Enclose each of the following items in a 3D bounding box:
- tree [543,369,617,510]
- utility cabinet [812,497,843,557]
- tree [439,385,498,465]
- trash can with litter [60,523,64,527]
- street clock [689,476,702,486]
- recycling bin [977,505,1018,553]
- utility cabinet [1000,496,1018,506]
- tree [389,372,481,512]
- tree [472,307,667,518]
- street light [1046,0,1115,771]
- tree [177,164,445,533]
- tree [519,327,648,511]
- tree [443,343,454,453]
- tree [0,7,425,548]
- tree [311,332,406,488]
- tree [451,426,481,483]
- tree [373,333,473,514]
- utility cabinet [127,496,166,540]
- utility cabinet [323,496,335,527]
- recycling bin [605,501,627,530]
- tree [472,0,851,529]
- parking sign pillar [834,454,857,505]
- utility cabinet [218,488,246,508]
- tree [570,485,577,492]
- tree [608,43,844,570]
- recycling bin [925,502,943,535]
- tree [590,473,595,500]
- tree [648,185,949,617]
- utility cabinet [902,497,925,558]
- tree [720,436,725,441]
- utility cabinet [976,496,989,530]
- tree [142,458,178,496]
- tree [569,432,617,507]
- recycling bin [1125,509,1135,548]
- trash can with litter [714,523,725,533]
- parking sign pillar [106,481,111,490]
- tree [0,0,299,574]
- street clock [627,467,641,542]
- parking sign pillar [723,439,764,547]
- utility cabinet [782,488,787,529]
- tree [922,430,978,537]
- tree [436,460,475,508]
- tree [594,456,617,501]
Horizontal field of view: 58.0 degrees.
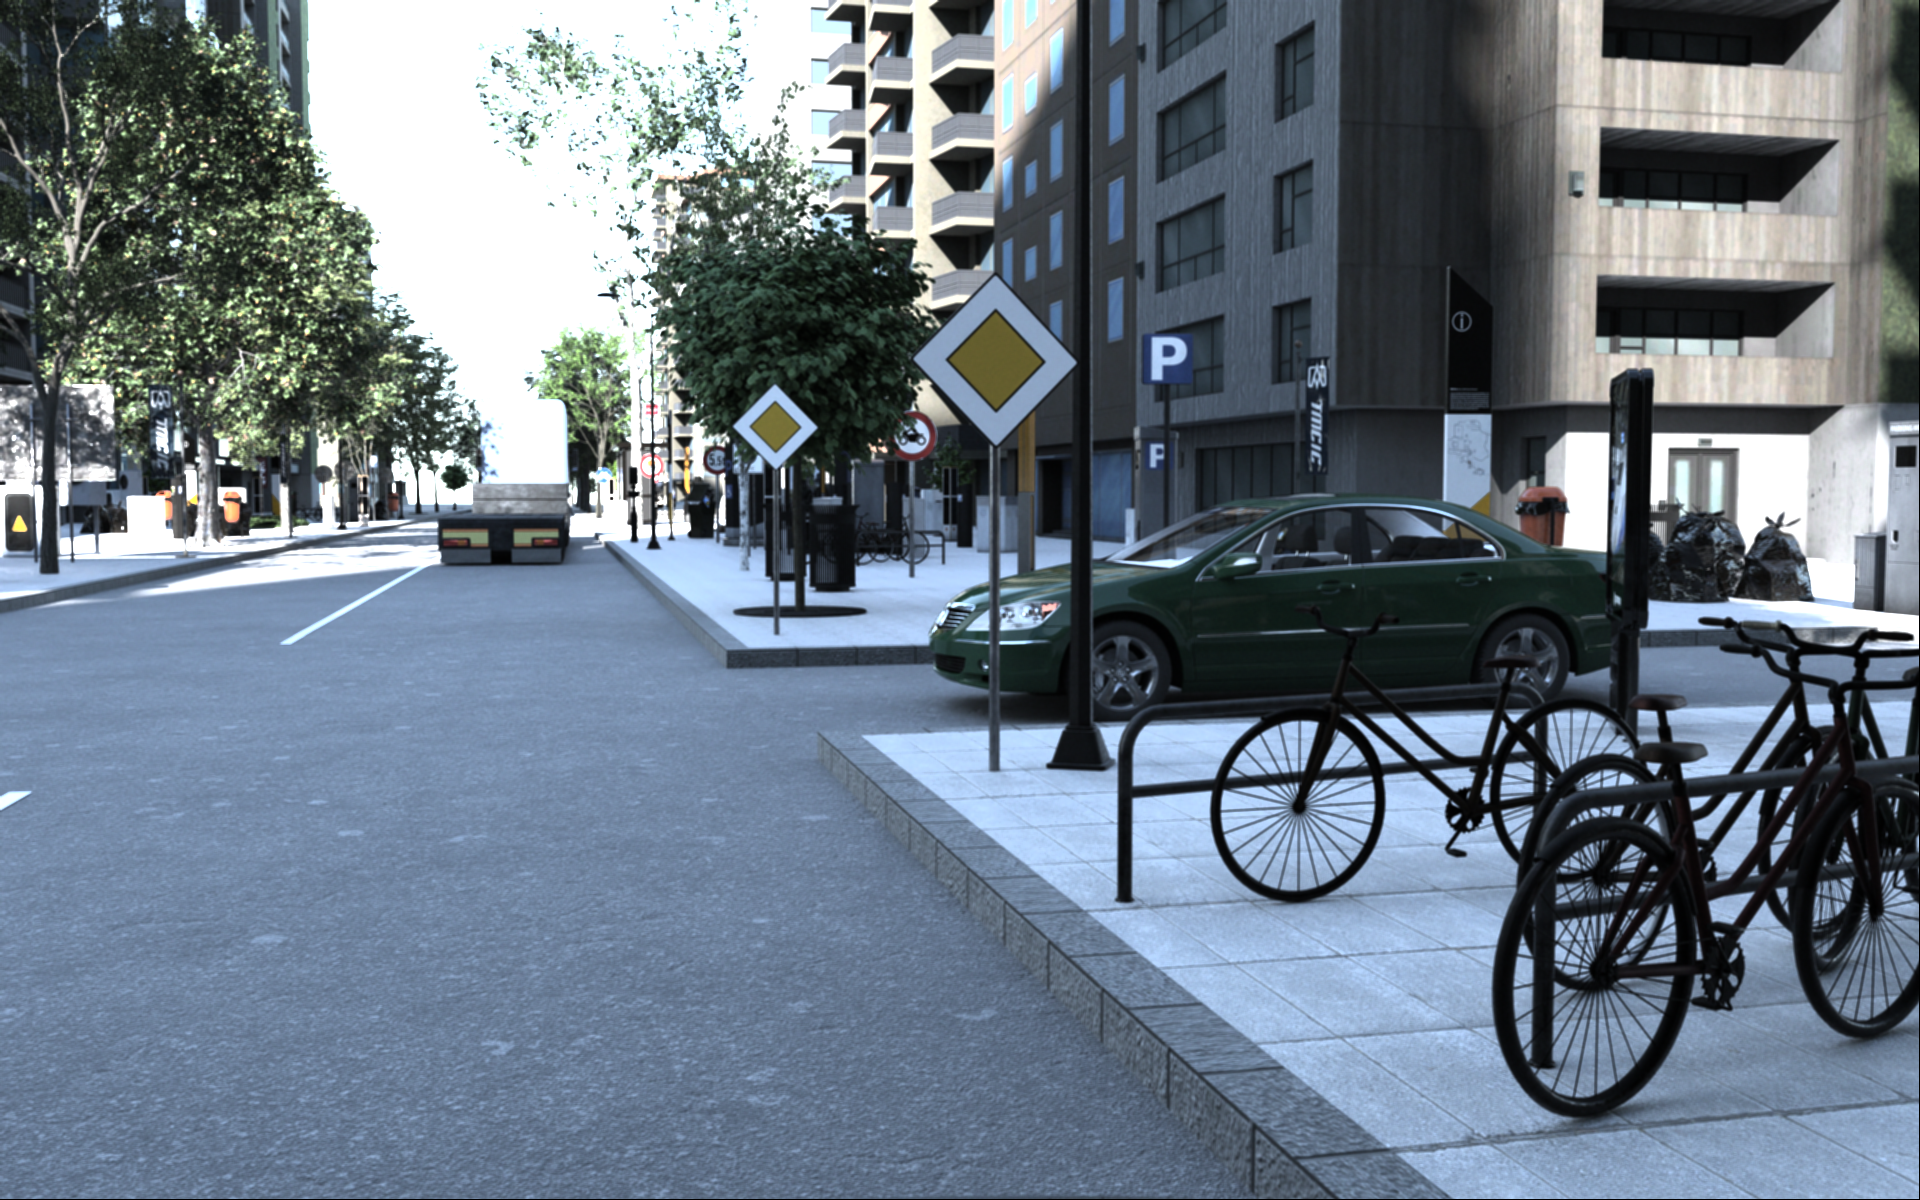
[{"bbox_3d":[-31.465,-13.692,141.990,7.486,12.596,7.792,0,3,0],"label":"tree"},{"bbox_3d":[-2.746,-1.508,35.812,0.306,1.237,1.020,-2,4,-25],"label":"utility cabinet"},{"bbox_3d":[-53.484,-17.287,193.018,12.009,13.543,11.850,0,3,0],"label":"tree"},{"bbox_3d":[-35.185,-3.384,66.718,0.624,1.170,1.055,2,4,33],"label":"trash can with litter"},{"bbox_3d":[-10.568,-3.998,69.931,0.358,2.002,0.471,1,4,9],"label":"street clock"},{"bbox_3d":[0.851,-1.567,38.182,0.722,1.027,0.722,2,4,32],"label":"recycling bin"},{"bbox_3d":[1.332,-2.234,47.681,0.306,1.237,1.020,2,4,26],"label":"utility cabinet"},{"bbox_3d":[-37.630,-11.620,124.393,8.767,10.594,7.601,-1,4,-17],"label":"tree"},{"bbox_3d":[-19.662,-10.335,94.740,9.928,11.665,9.643,0,3,0],"label":"tree"},{"bbox_3d":[0.044,-2.162,7.888,1.470,5.913,1.316,-1,4,-13],"label":"street light"},{"bbox_3d":[-21.795,-8.443,56.168,7.486,12.596,7.792,0,3,0],"label":"tree"},{"bbox_3d":[-28.090,-13.628,129.479,9.857,13.997,8.962,0,3,0],"label":"tree"},{"bbox_3d":[-31.338,-10.728,93.523,7.486,12.596,7.792,0,3,0],"label":"tree"},{"bbox_3d":[-18.077,-7.607,41.377,9.611,12.733,9.660,0,3,0],"label":"tree"},{"bbox_3d":[-25.212,-7.496,72.921,4.360,8.622,3.978,0,3,0],"label":"tree"},{"bbox_3d":[-49.083,-13.718,174.645,4.360,8.622,3.978,0,3,0],"label":"tree"},{"bbox_3d":[-34.998,-11.331,111.022,9.928,11.665,9.643,0,3,0],"label":"tree"},{"bbox_3d":[-23.090,-2.325,49.168,0.306,1.237,1.020,2,4,27],"label":"utility cabinet"},{"bbox_3d":[-24.963,-3.508,68.514,0.306,1.237,1.020,-1,4,-11],"label":"utility cabinet"},{"bbox_3d":[-12.402,-3.050,62.427,0.722,1.027,0.722,0,4,-6],"label":"recycling bin"},{"bbox_3d":[-10.328,-12.594,61.800,12.611,20.169,13.585,0,3,0],"label":"tree"},{"bbox_3d":[-3.608,-4.112,55.708,1.447,3.967,1.447,1,4,20],"label":"parking sign pillar"},{"bbox_3d":[-25.574,-3.176,60.603,0.318,1.500,1.173,2,4,33],"label":"utility cabinet"},{"bbox_3d":[-40.975,-14.525,187.848,4.360,8.622,3.978,0,3,0],"label":"tree"},{"bbox_3d":[-3.639,-4.789,28.668,4.737,8.622,4.395,0,3,0],"label":"tree"},{"bbox_3d":[-0.703,-2.569,54.556,0.722,1.027,0.722,1,4,10],"label":"recycling bin"},{"bbox_3d":[-32.739,-9.779,154.488,1.663,3.219,1.824,0,3,0],"label":"tree"},{"bbox_3d":[-1.663,-2.135,18.623,4.285,4.588,4.351,0,3,0],"label":"tree"},{"bbox_3d":[-0.928,-1.456,34.966,0.306,1.237,1.020,-1,4,-12],"label":"utility cabinet"},{"bbox_3d":[-8.668,-7.587,74.409,4.360,8.622,3.978,0,3,0],"label":"tree"},{"bbox_3d":[1.082,-3.121,62.187,1.020,1.237,0.306,2,4,33],"label":"utility cabinet"},{"bbox_3d":[-35.480,-4.987,76.134,1.663,3.219,1.824,0,3,0],"label":"tree"},{"bbox_3d":[-38.148,-15.668,173.175,9.611,12.733,9.660,0,3,0],"label":"tree"},{"bbox_3d":[3.254,-1.061,29.906,0.722,1.027,0.722,0,4,-1],"label":"recycling bin"},{"bbox_3d":[-7.638,-2.820,57.493,0.624,1.170,1.055,3,4,38],"label":"trash can with litter"},{"bbox_3d":[-36.465,-5.217,73.767,1.447,3.967,1.447,-2,4,-26],"label":"parking sign pillar"},{"bbox_3d":[-14.640,-5.680,27.276,8.767,10.594,7.601,-1,4,-12],"label":"tree"},{"bbox_3d":[-8.699,-2.547,46.207,0.358,2.002,0.471,-1,4,-10],"label":"street clock"},{"bbox_3d":[-5.169,-3.332,42.953,1.447,3.967,1.447,-3,4,-36],"label":"parking sign pillar"},{"bbox_3d":[-5.878,-3.274,62.209,1.173,1.500,0.318,0,4,-7],"label":"utility cabinet"},{"bbox_3d":[-0.432,-3.539,52.468,1.663,3.219,1.824,0,3,0],"label":"tree"},{"bbox_3d":[-46.060,-10.644,157.745,4.285,4.588,4.351,0,3,0],"label":"tree"},{"bbox_3d":[-17.157,-5.636,86.748,1.663,3.219,1.824,0,3,0],"label":"tree"}]
